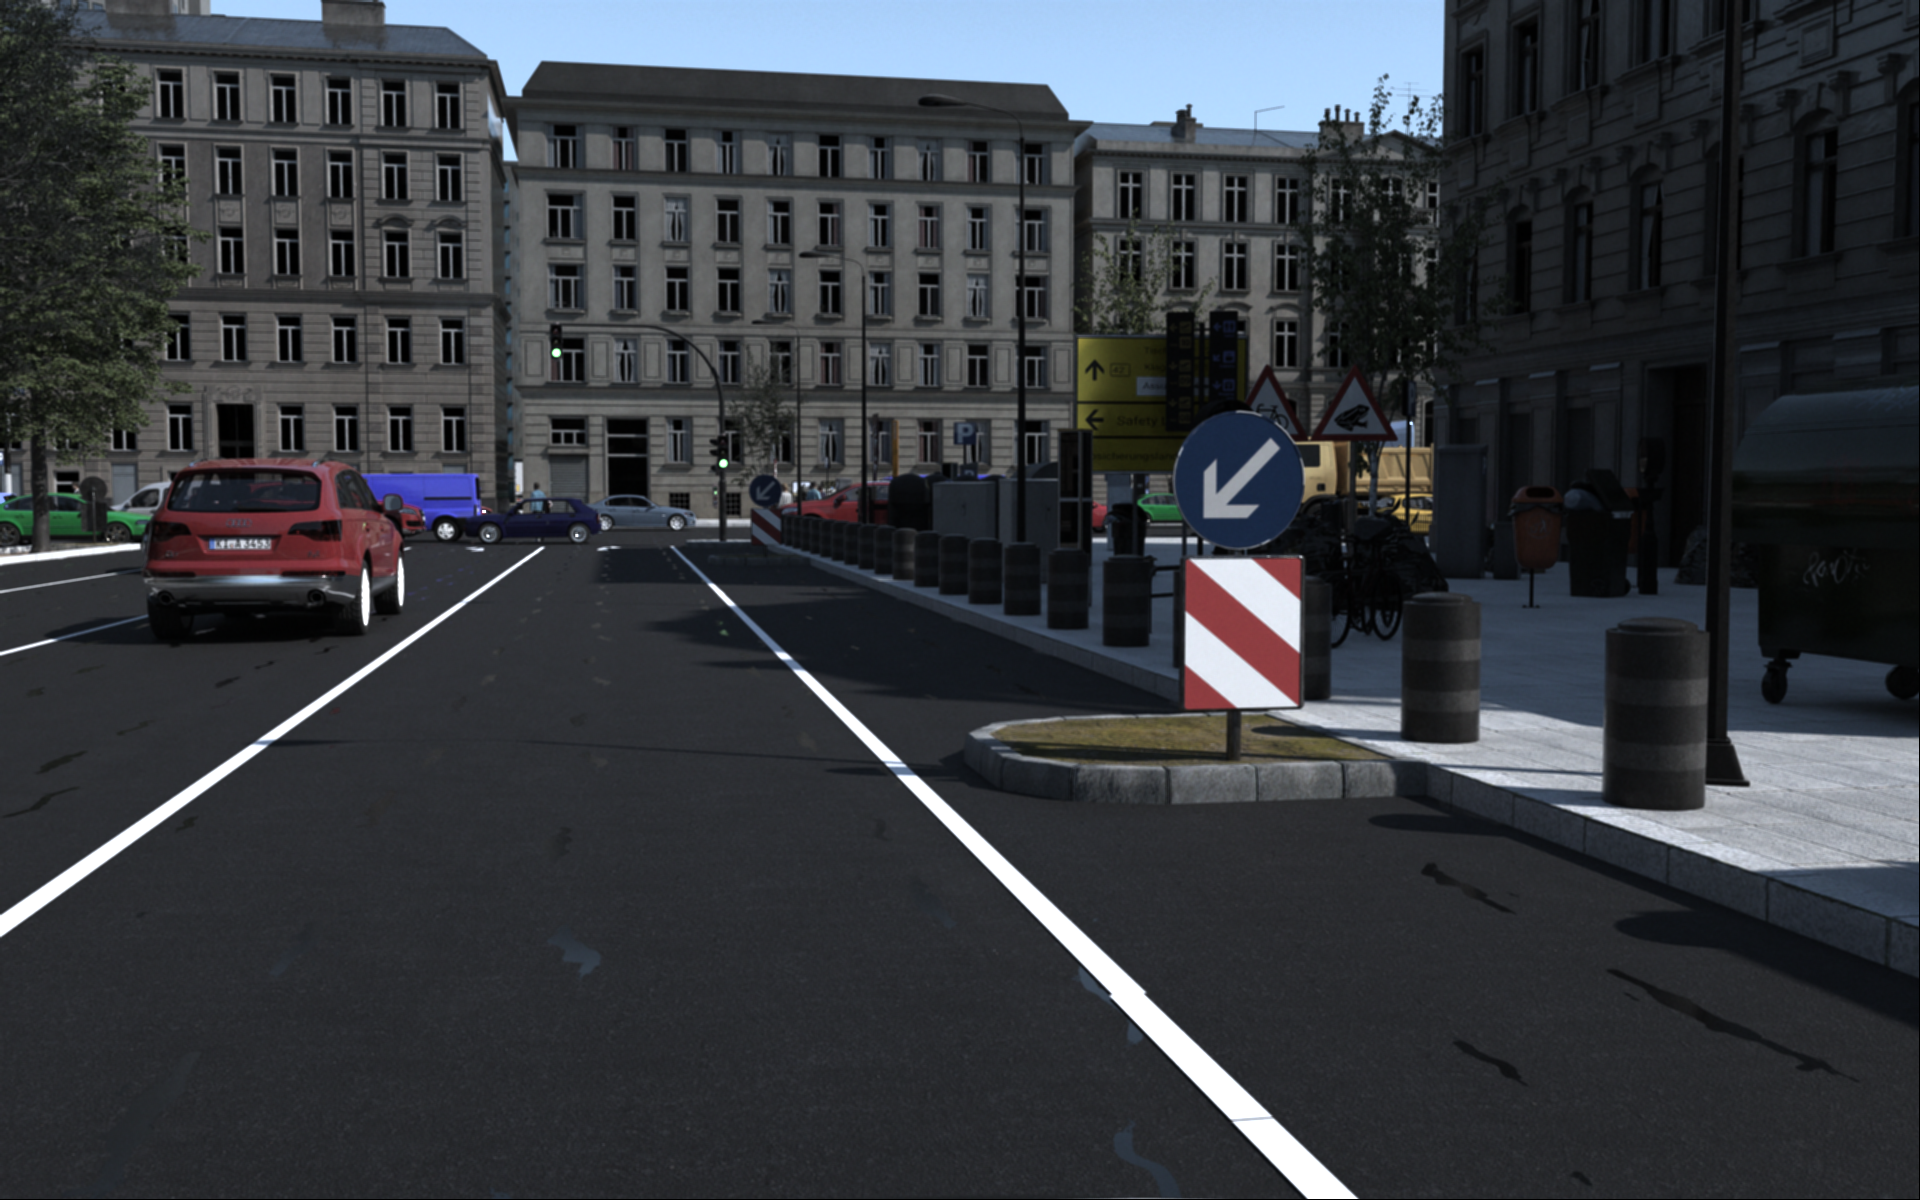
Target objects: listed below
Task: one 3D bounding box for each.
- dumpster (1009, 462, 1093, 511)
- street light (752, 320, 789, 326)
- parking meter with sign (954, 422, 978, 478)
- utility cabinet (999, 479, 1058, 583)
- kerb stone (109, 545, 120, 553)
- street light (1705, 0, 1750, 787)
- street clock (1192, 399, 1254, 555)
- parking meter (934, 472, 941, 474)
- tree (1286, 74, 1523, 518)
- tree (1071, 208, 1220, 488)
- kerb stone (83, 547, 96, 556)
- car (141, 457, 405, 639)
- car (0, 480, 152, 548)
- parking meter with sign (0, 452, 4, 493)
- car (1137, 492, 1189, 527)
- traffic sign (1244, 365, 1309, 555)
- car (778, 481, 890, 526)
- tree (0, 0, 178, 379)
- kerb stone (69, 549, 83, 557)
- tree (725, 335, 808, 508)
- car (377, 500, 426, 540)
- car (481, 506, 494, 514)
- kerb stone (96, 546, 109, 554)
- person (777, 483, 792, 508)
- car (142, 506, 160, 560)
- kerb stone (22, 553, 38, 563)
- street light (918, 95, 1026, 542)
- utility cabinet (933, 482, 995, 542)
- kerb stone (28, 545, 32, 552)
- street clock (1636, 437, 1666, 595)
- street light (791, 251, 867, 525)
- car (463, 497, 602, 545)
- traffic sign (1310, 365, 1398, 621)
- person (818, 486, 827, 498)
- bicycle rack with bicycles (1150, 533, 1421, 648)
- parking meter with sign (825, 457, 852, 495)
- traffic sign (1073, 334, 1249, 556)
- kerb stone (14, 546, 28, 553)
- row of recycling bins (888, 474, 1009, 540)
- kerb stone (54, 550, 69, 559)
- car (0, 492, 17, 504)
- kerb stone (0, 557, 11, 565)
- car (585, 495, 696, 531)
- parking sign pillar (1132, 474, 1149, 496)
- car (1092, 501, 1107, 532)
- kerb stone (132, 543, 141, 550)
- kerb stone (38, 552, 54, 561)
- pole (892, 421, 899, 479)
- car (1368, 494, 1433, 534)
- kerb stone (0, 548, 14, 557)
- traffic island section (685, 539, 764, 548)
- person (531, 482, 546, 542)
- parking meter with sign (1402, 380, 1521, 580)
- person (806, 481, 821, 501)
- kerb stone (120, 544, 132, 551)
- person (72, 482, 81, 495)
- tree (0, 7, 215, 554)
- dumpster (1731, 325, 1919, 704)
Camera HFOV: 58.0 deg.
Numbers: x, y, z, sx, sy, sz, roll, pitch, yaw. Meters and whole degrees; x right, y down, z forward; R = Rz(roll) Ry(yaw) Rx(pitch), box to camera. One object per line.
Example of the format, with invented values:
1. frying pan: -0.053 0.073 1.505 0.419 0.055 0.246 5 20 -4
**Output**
1. dumpster: 1.636 -1.576 31.523 1.264 1.857 1.865 -1 4 -11
2. street light: -4.851 -4.515 46.358 1.470 5.913 1.316 -1 4 -11
3. parking meter with sign: 0.172 -2.750 41.224 0.543 3.016 1.738 0 4 -4
4. utility cabinet: 1.099 -0.993 24.910 1.173 1.500 0.318 -3 5 -40
5. kerb stone: -20.907 -1.236 42.570 0.120 0.150 1.000 -1 4 -11
6. street light: 2.839 -2.137 7.478 1.470 5.913 1.316 -1 4 -11
7. street clock: 2.042 -0.538 13.366 0.471 2.002 0.358 -1 4 -19
8. parking meter: -0.537 -2.407 45.069 0.255 1.863 0.399 0 4 -1
9. tree: 7.761 -4.962 31.492 4.737 8.622 4.395 0 3 0
10. tree: 4.690 -5.832 45.717 4.737 8.622 4.395 0 3 0
11. kerb stone: -20.507 -1.123 40.557 0.120 0.150 1.000 -1 4 -11
12. car: -7.324 -0.623 18.865 2.281 1.827 5.304 -1 4 -12
13. car: -24.185 -2.341 47.067 4.718 1.807 1.959 -1 4 -11
14. parking meter with sign: -40.482 -4.601 71.495 1.738 3.016 0.543 0 4 -7
15. car: 8.802 -3.958 73.509 4.718 1.807 1.959 -1 4 -13
16. traffic sign: 3.078 -1.069 17.488 0.884 2.594 0.081 -1 4 -9
17. car: -2.925 -2.647 51.959 5.304 1.827 2.281 -1 4 -11
18. tree: -19.640 -7.193 30.437 12.009 13.543 11.850 0 3 0
19. kerb stone: -20.313 -1.061 39.548 0.120 0.150 1.000 -1 4 -11
20. tree: -9.058 -7.942 80.217 4.360 8.622 3.978 0 3 0
21. car: -17.718 -2.434 48.464 5.304 1.827 2.281 -1 4 -12
22. car: -21.236 -3.765 70.597 4.494 1.783 2.155 -1 4 -13
23. kerb stone: -20.702 -1.185 41.564 0.120 0.150 1.000 -1 4 -11
24. person: -5.554 -2.816 54.894 0.694 1.780 0.624 -2 4 -31
25. car: -14.252 -1.281 32.953 2.014 1.417 4.499 -1 4 -13
26. kerb stone: -19.721 -0.873 36.523 0.120 0.150 1.000 -1 4 -11
27. street light: 0.199 -2.929 20.423 1.470 5.913 1.316 -1 4 -11
28. utility cabinet: 0.062 -1.372 31.103 1.173 1.500 0.318 2 4 35
29. kerb stone: -23.160 -1.281 43.134 0.120 0.150 1.000 -1 4 -11
30. street clock: 8.802 -1.072 22.098 0.358 2.002 0.471 0 4 6
31. street light: -2.387 -3.721 33.378 1.470 5.913 1.316 -1 4 -11
32. car: -12.353 -2.299 50.170 3.894 1.354 1.945 -1 4 -11
33. traffic sign: 3.962 -1.069 17.489 0.884 2.594 0.081 0 4 -1
34. person: -4.894 -3.143 60.807 0.541 1.710 0.530 0 4 1
35. bicycle rack with bicycles: 3.189 -0.158 15.961 2.925 0.926 2.852 -3 5 -45
36. parking meter with sign: -5.411 -5.183 81.006 1.738 3.016 0.543 -1 4 -23
37. traffic sign: 2.568 -1.732 22.184 2.265 3.308 0.079 0 4 -5
38. kerb stone: -22.958 -1.219 42.128 0.120 0.150 1.000 -1 4 -11
39. row of recycling bins: -0.173 -1.764 35.956 1.069 1.692 3.534 3 5 41
40. kerb stone: -20.108 -0.997 38.543 0.120 0.150 1.000 -1 4 -11
41. car: -30.297 -2.628 52.564 3.694 1.707 1.945 -1 4 -10
42. kerb stone: -19.521 -0.815 35.516 0.120 0.150 1.000 -1 4 -11
43. car: -12.628 -3.419 67.902 4.499 1.417 2.014 -1 4 -10
44. parking sign pillar: 8.428 -5.791 83.158 1.447 3.967 1.447 3 4 36
45. car: 4.111 -3.352 63.840 4.494 1.783 2.155 -1 4 -13
46. kerb stone: -21.296 -1.367 44.585 0.120 0.150 1.000 -1 4 -11
47. kerb stone: -19.911 -0.938 37.536 0.120 0.150 1.000 -1 4 -11
48. pole: -1.791 -3.319 48.101 0.158 3.312 0.155 0 3 0
49. car: 15.149 -2.787 55.791 3.980 1.641 2.015 -1 4 -10
50. kerb stone: -22.758 -1.157 41.119 0.120 0.150 1.000 -1 4 -11
51. traffic island section: -6.429 -1.519 47.109 2.009 0.180 2.903 -1 4 -11
52. person: -12.682 -2.646 52.112 0.601 1.785 0.444 -3 4 -37
53. parking meter with sign: 7.632 -1.838 26.306 1.738 3.016 0.543 2 4 28
54. person: -4.769 -2.914 56.001 0.748 1.841 0.638 -3 5 -40
55. kerb stone: -21.102 -1.304 43.577 0.120 0.150 1.000 -1 4 -11
56. person: -28.852 -2.949 56.678 0.822 1.834 0.622 -3 5 -44
57. tree: -21.471 -7.312 40.133 7.486 12.596 7.792 0 3 0
58. dumpster: 5.633 -0.452 9.887 1.502 2.255 1.985 -1 4 -11
